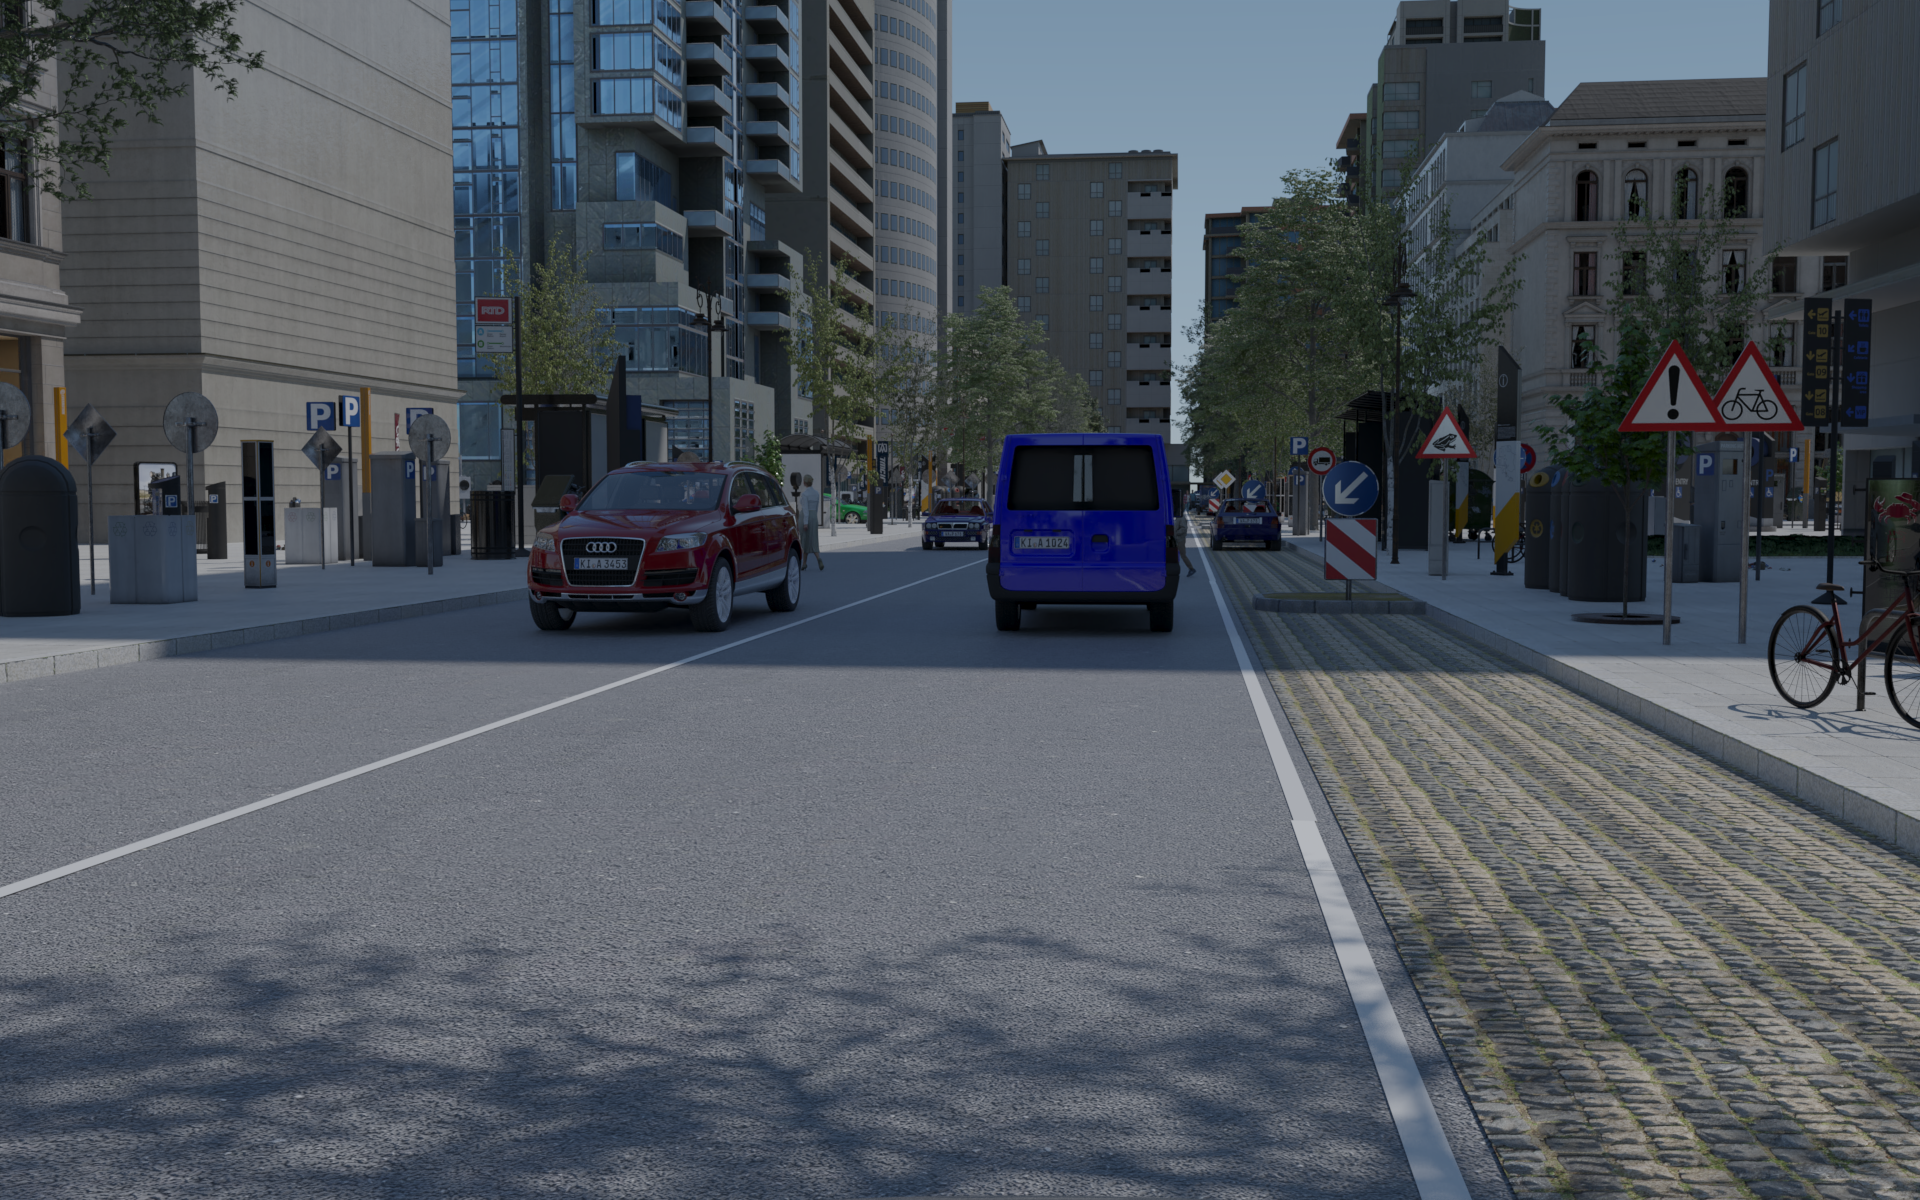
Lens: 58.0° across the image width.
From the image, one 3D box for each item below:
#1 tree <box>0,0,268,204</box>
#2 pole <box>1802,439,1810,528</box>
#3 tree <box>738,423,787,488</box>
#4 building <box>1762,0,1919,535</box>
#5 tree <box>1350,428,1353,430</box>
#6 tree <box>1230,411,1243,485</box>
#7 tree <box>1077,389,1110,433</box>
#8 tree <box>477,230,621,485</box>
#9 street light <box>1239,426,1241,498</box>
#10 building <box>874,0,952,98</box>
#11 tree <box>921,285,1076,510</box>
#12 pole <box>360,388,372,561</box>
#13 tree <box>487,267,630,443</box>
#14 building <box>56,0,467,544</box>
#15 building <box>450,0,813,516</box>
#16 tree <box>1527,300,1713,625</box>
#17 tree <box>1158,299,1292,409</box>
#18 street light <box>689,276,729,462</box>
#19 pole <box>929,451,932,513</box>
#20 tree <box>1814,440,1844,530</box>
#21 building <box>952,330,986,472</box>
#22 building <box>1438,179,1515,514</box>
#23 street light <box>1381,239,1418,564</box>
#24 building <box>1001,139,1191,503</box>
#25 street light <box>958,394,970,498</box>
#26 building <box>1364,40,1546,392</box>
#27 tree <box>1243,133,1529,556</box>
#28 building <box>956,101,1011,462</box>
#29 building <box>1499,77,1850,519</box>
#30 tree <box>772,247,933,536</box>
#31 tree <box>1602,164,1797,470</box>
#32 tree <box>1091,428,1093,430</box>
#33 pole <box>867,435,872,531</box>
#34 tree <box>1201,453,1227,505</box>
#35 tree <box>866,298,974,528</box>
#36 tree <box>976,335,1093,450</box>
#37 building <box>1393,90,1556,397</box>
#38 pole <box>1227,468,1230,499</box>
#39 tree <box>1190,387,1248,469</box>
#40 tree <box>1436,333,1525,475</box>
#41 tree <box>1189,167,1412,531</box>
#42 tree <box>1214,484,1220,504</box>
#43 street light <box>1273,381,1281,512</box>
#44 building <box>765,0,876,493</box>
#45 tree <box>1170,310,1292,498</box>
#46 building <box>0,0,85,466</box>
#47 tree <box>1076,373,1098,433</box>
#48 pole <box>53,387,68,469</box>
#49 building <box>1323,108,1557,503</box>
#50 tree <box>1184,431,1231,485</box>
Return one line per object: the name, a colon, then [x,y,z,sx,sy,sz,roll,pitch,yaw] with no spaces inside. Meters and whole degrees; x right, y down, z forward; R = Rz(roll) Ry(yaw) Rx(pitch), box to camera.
tree: [-8.567,-4.744,11.982,8.767,10.594,7.601,-1,4,-16]
pole: [31.608,-4.332,64.675,0.158,3.312,0.155,0,3,0]
tree: [-5.172,-3.222,47.278,1.663,3.219,1.824,0,3,0]
building: [36.595,-27.462,38.250,28.713,52.752,27.495,0,4,7]
tree: [30.917,-10.774,126.515,4.360,8.622,3.978,0,3,0]
tree: [15.953,-8.413,87.914,4.737,8.622,4.395,0,3,0]
tree: [12.627,-16.393,185.031,9.611,12.733,9.660,0,3,0]
tree: [-11.813,-6.050,49.280,4.737,8.622,4.395,0,3,0]
street light: [18.298,-8.593,113.283,0.468,5.910,1.993,0,4,7]
building: [-12.986,-38.467,170.926,21.231,58.520,28.212,0,4,7]
tree: [1.657,-10.756,93.990,7.486,12.596,7.792,0,3,0]
pole: [-11.387,-2.411,33.256,0.158,3.312,0.155,0,3,0]
tree: [-12.793,-6.425,55.408,4.360,8.622,3.978,0,3,0]
building: [-39.556,-16.971,53.896,44.131,29.872,17.030,0,4,7]
building: [-21.760,-48.743,109.617,22.319,86.520,31.000,0,4,7]
tree: [6.744,-1.401,17.509,1.663,3.219,1.824,0,3,0]
tree: [25.752,-19.066,167.614,12.611,20.169,13.585,0,3,0]
street light: [-5.312,-3.917,36.836,0.468,5.910,1.993,0,4,7]
pole: [-1.395,-5.358,81.445,0.158,3.312,0.155,0,3,0]
tree: [31.647,-4.159,62.599,1.663,3.219,1.824,0,3,0]
building: [-12.626,-22.102,206.411,28.899,21.520,27.650,0,4,7]
building: [37.643,-15.755,112.354,10.420,20.320,16.860,0,4,7]
street light: [7.998,-3.601,31.666,0.468,5.910,1.993,0,4,7]
building: [21.436,-41.290,264.330,27.495,52.752,28.713,0,4,7]
street light: [0.173,-6.572,80.233,0.468,5.910,1.993,0,4,7]
building: [45.489,-29.189,160.827,14.154,41.232,14.086,0,4,7]
tree: [9.107,-5.215,35.626,4.737,8.622,4.395,0,3,0]
building: [-6.631,-44.172,264.217,28.212,58.520,21.231,0,4,7]
building: [40.204,-16.178,93.387,19.941,23.489,11.050,0,4,7]
tree: [-3.632,-6.220,52.063,4.737,8.622,4.395,0,3,0]
tree: [16.603,-5.467,39.754,4.737,8.622,4.395,0,3,0]
tree: [12.023,-13.787,175.786,4.737,8.622,4.395,0,3,0]
pole: [-3.108,-4.012,59.440,0.158,3.312,0.155,0,3,0]
tree: [30.226,-15.383,201.867,4.360,8.622,3.978,0,3,0]
tree: [-1.691,-7.087,66.242,4.360,8.622,3.978,0,3,0]
tree: [5.487,-13.487,130.886,12.009,13.543,11.850,0,3,0]
building: [41.195,-21.897,135.502,11.434,29.767,29.804,0,4,7]
pole: [19.855,-8.197,127.868,0.158,3.312,0.155,0,3,0]
tree: [22.785,-13.157,140.868,9.928,11.665,9.643,0,3,0]
tree: [24.116,-7.916,79.787,4.360,8.622,3.978,0,3,0]
tree: [12.296,-8.747,61.142,7.486,12.596,7.792,0,3,0]
tree: [33.492,-14.230,227.263,1.663,3.219,1.824,0,3,0]
street light: [12.708,-5.930,69.746,0.468,5.910,1.993,0,4,7]
building: [-19.432,-31.883,144.991,21.300,48.544,21.600,0,4,7]
tree: [19.578,-13.123,121.211,9.857,13.997,8.962,0,3,0]
building: [-26.582,-10.273,18.875,10.553,20.767,40.483,0,4,7]
tree: [7.344,-13.841,144.424,7.486,12.596,7.792,0,3,0]
pole: [-17.171,-2.403,33.131,0.158,3.312,0.155,0,3,0]
building: [53.998,-33.099,195.786,22.147,44.769,28.867,0,4,7]
tree: [31.981,-17.443,219.599,8.767,10.594,7.601,3,4,36]
